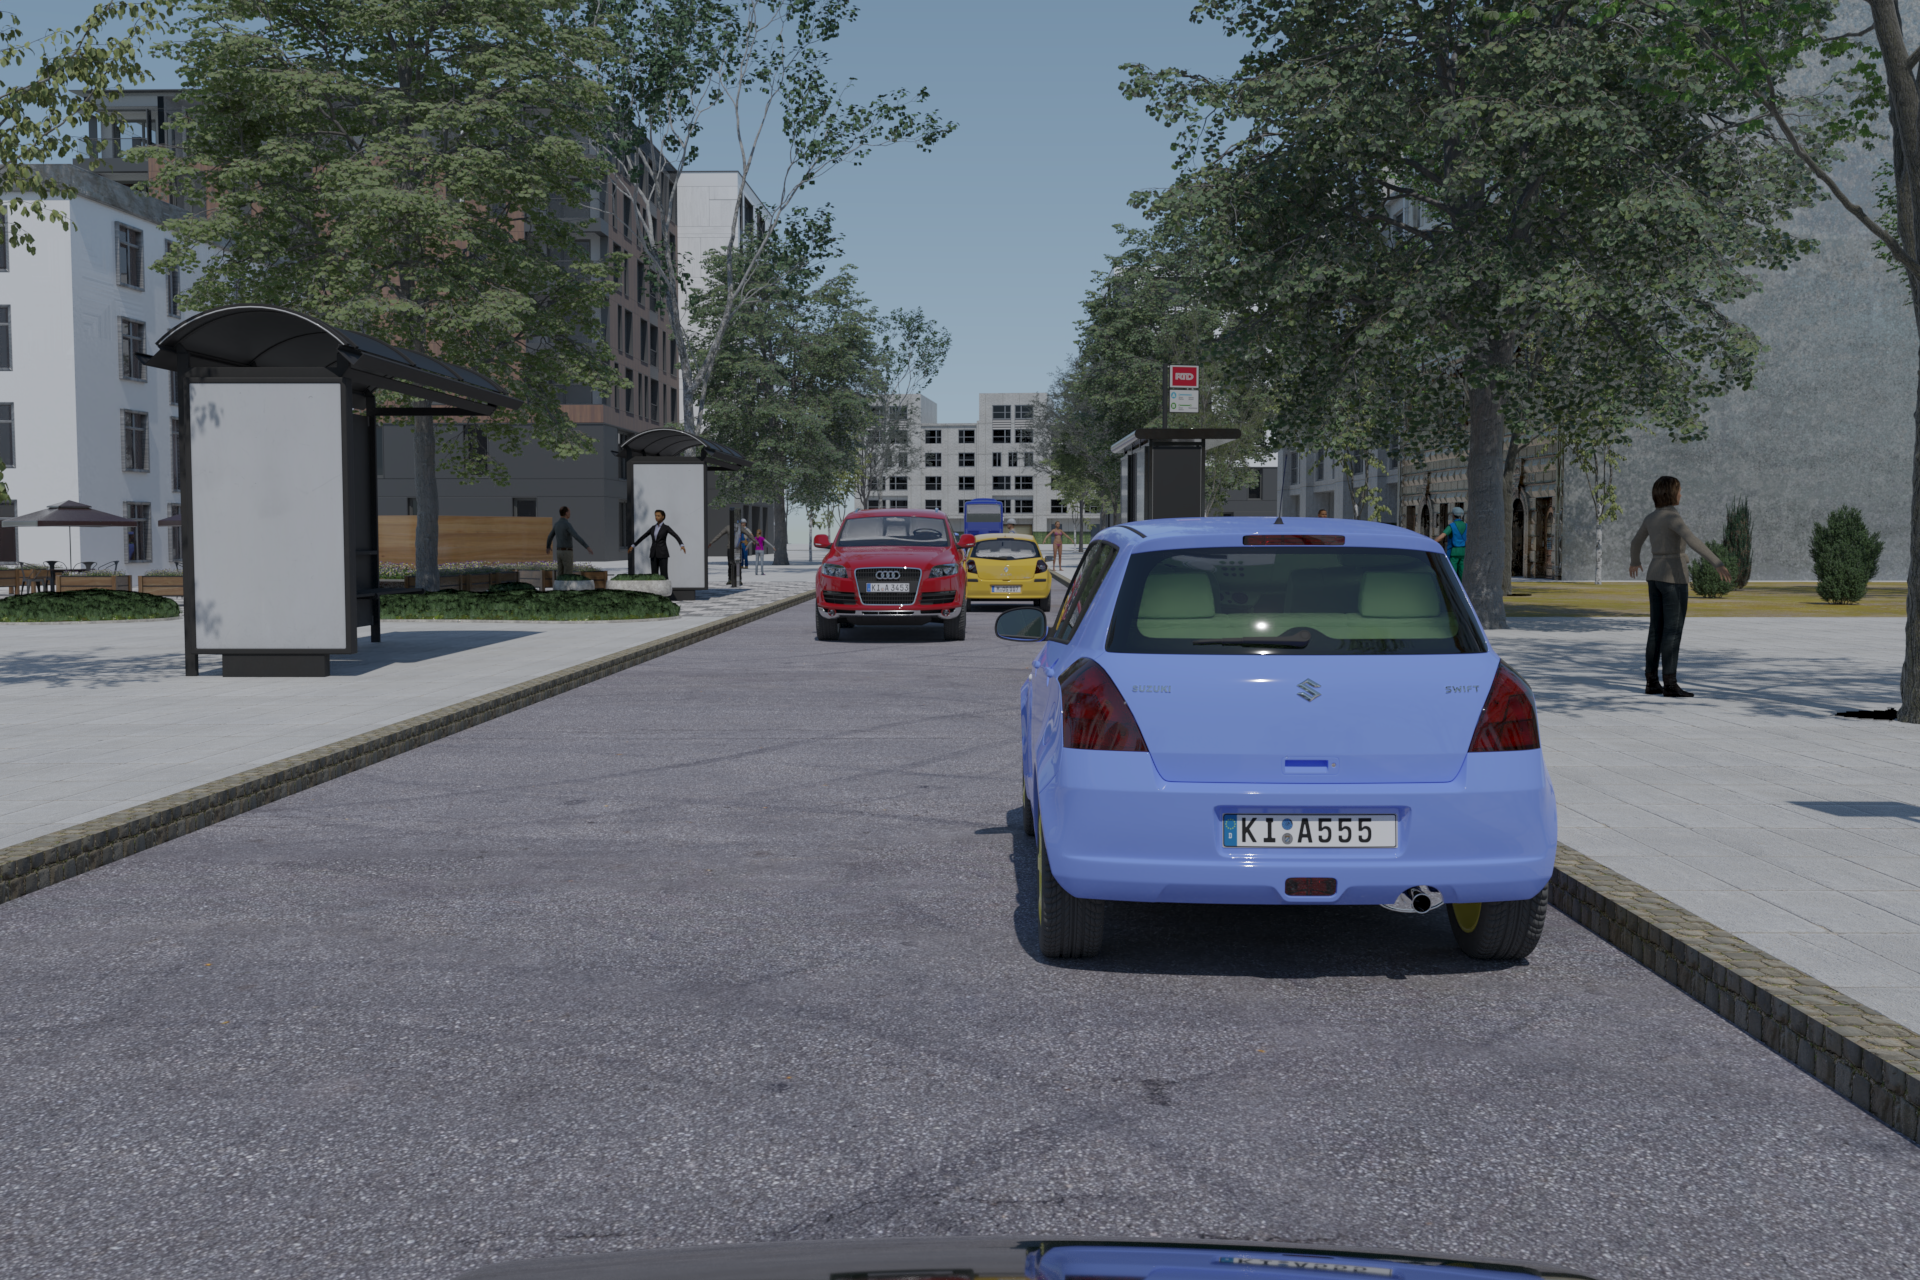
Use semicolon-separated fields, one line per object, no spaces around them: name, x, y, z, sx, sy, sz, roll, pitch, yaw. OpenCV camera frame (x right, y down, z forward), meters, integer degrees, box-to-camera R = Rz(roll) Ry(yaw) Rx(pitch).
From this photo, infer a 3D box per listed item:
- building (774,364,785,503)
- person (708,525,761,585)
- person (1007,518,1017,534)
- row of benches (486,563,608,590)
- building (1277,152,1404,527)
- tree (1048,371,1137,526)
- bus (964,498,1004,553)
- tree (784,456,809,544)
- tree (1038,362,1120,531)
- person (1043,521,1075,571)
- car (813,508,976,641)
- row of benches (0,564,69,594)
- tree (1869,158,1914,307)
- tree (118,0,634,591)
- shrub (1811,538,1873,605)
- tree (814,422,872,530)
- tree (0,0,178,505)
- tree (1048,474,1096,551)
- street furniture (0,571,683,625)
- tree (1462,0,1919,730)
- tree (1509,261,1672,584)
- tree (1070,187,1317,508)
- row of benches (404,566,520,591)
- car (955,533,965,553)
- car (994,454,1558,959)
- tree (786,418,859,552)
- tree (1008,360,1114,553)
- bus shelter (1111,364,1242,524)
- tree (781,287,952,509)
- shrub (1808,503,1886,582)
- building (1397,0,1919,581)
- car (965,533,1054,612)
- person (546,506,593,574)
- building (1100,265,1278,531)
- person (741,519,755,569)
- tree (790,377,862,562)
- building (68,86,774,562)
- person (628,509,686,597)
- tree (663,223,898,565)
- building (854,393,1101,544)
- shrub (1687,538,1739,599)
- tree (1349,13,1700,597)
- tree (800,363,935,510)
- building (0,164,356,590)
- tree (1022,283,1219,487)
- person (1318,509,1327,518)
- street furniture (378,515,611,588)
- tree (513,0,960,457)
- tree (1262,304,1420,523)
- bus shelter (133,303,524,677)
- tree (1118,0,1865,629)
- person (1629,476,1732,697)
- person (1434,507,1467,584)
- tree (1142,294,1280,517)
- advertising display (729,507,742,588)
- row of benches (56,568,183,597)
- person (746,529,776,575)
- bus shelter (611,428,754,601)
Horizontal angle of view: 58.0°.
building;-24.718;-19.834;180.708;16.016;20.090;11.380;0;4;1
person;-5.699;-2.302;43.768;1.348;1.813;0.705;0;4;-3
person;1.338;-2.296;45.849;0.705;1.847;1.347;1;4;17
row of benches;-8.610;-1.247;35.858;1.422;0.672;4.104;-3;5;-44
building;26.016;-13.116;80.905;16.747;18.905;31.486;0;4;0
tree;8.393;-9.884;96.020;8.767;10.594;7.601;3;4;38
bus;1.622;-7.727;117.889;2.896;3.916;12.251;0;4;1
tree;-22.620;-19.205;224.365;12.009;13.543;11.850;0;3;0
tree;8.611;-11.555;107.055;7.486;12.596;7.792;0;3;0
person;3.424;-3.269;60.248;1.217;1.733;0.721;-1;4;-22
car;-0.914;-0.999;25.000;2.281;1.827;5.304;0;4;0
row of benches;-20.143;-1.241;35.758;1.422;0.672;4.104;1;4;13
tree;21.064;-6.529;32.508;9.928;11.665;9.643;0;3;0
tree;-8.534;-6.603;26.093;7.486;12.596;7.792;0;3;0
shrub;16.022;-1.245;31.470;1.383;1.207;1.383;0;3;0
tree;-7.030;-9.253;101.641;4.737;8.622;4.395;0;3;0
tree;-8.321;-3.821;12.840;4.737;8.622;4.395;0;3;0
tree;8.647;-10.982;129.922;4.737;8.622;4.395;0;3;0
street furniture;-9.254;-0.703;27.117;10.072;0.657;5.734;0;4;1
tree;6.516;-5.250;11.588;9.928;11.665;9.643;0;3;0
tree;16.052;-5.719;43.873;4.737;8.622;4.395;0;3;0
tree;8.154;-9.565;63.039;9.857;13.997;8.962;0;3;0
row of benches;-9.236;-1.025;32.216;1.422;0.672;4.104;0;4;7
car;-0.626;-4.005;75.077;1.945;1.707;3.694;0;4;1
car;1.112;0.150;7.142;1.945;1.707;3.694;0;4;1
tree;-6.686;-8.624;91.361;4.360;8.622;3.978;0;3;0
tree;8.405;-12.762;119.036;12.009;13.543;11.850;0;3;0
bus shelter;4.568;-3.727;38.575;2.179;5.291;8.768;0;4;0
tree;-7.329;-16.975;133.434;12.611;20.169;13.585;0;3;0
shrub;21.064;-2.248;41.180;1.690;2.028;1.600;0;3;0
building;25.784;-13.760;55.906;19.493;23.208;18.063;0;4;0
car;0.833;-1.413;33.327;2.015;1.641;3.980;0;3;0
person;-7.295;-1.579;32.086;1.348;1.796;0.705;3;5;40
building;25.765;-18.600;148.078;27.936;21.610;32.646;0;4;1
person;-8.008;-3.551;63.917;1.347;1.847;0.705;3;4;37
tree;-6.763;-7.982;80.875;4.737;8.622;4.395;0;3;0
building;-26.443;-15.410;95.936;27.936;21.610;32.646;0;4;2
person;-5.635;-1.562;32.263;1.216;1.740;0.721;1;4;20
tree;-7.403;-10.048;70.948;9.857;13.997;8.962;0;3;0
building;3.286;-21.716;223.968;31.486;18.905;16.747;0;4;6
shrub;15.000;-1.432;34.537;1.383;1.207;1.383;0;3;0
tree;11.261;-6.711;35.488;9.928;11.665;9.643;0;3;0
tree;-6.652;-12.864;120.702;12.009;13.543;11.850;0;3;0
building;-24.428;-6.813;53.535;9.099;9.664;28.070;0;4;1
tree;8.087;-10.586;83.453;12.009;13.543;11.850;0;3;0
person;7.608;-1.842;36.345;1.346;1.802;0.704;-1;4;-16
street furniture;-13.539;-2.192;42.698;11.010;1.723;9.812;1;4;23
tree;-6.907;-11.857;49.754;12.611;20.169;13.585;0;3;0
tree;10.431;-5.855;46.084;4.737;8.622;4.395;0;3;0
bus shelter;-6.214;-1.471;17.980;2.014;3.302;5.546;0;3;0
tree;7.020;-7.132;23.260;9.857;13.997;8.962;0;3;0
person;5.670;-0.426;13.727;0.721;1.744;1.215;-1;4;-13
person;9.860;-1.733;34.460;1.347;1.817;0.704;-2;4;-24
tree;7.401;-6.335;53.945;4.360;8.622;3.978;0;3;0
advertising display;-5.426;-2.243;41.884;0.123;1.923;0.974;0;4;3
row of benches;-13.898;-0.943;30.883;4.104;0.672;1.422;0;4;-1
person;-6.215;-2.729;53.886;0.991;1.433;0.599;1;4;14
bus shelter;-5.606;-2.558;35.749;2.014;3.302;5.546;0;4;1
